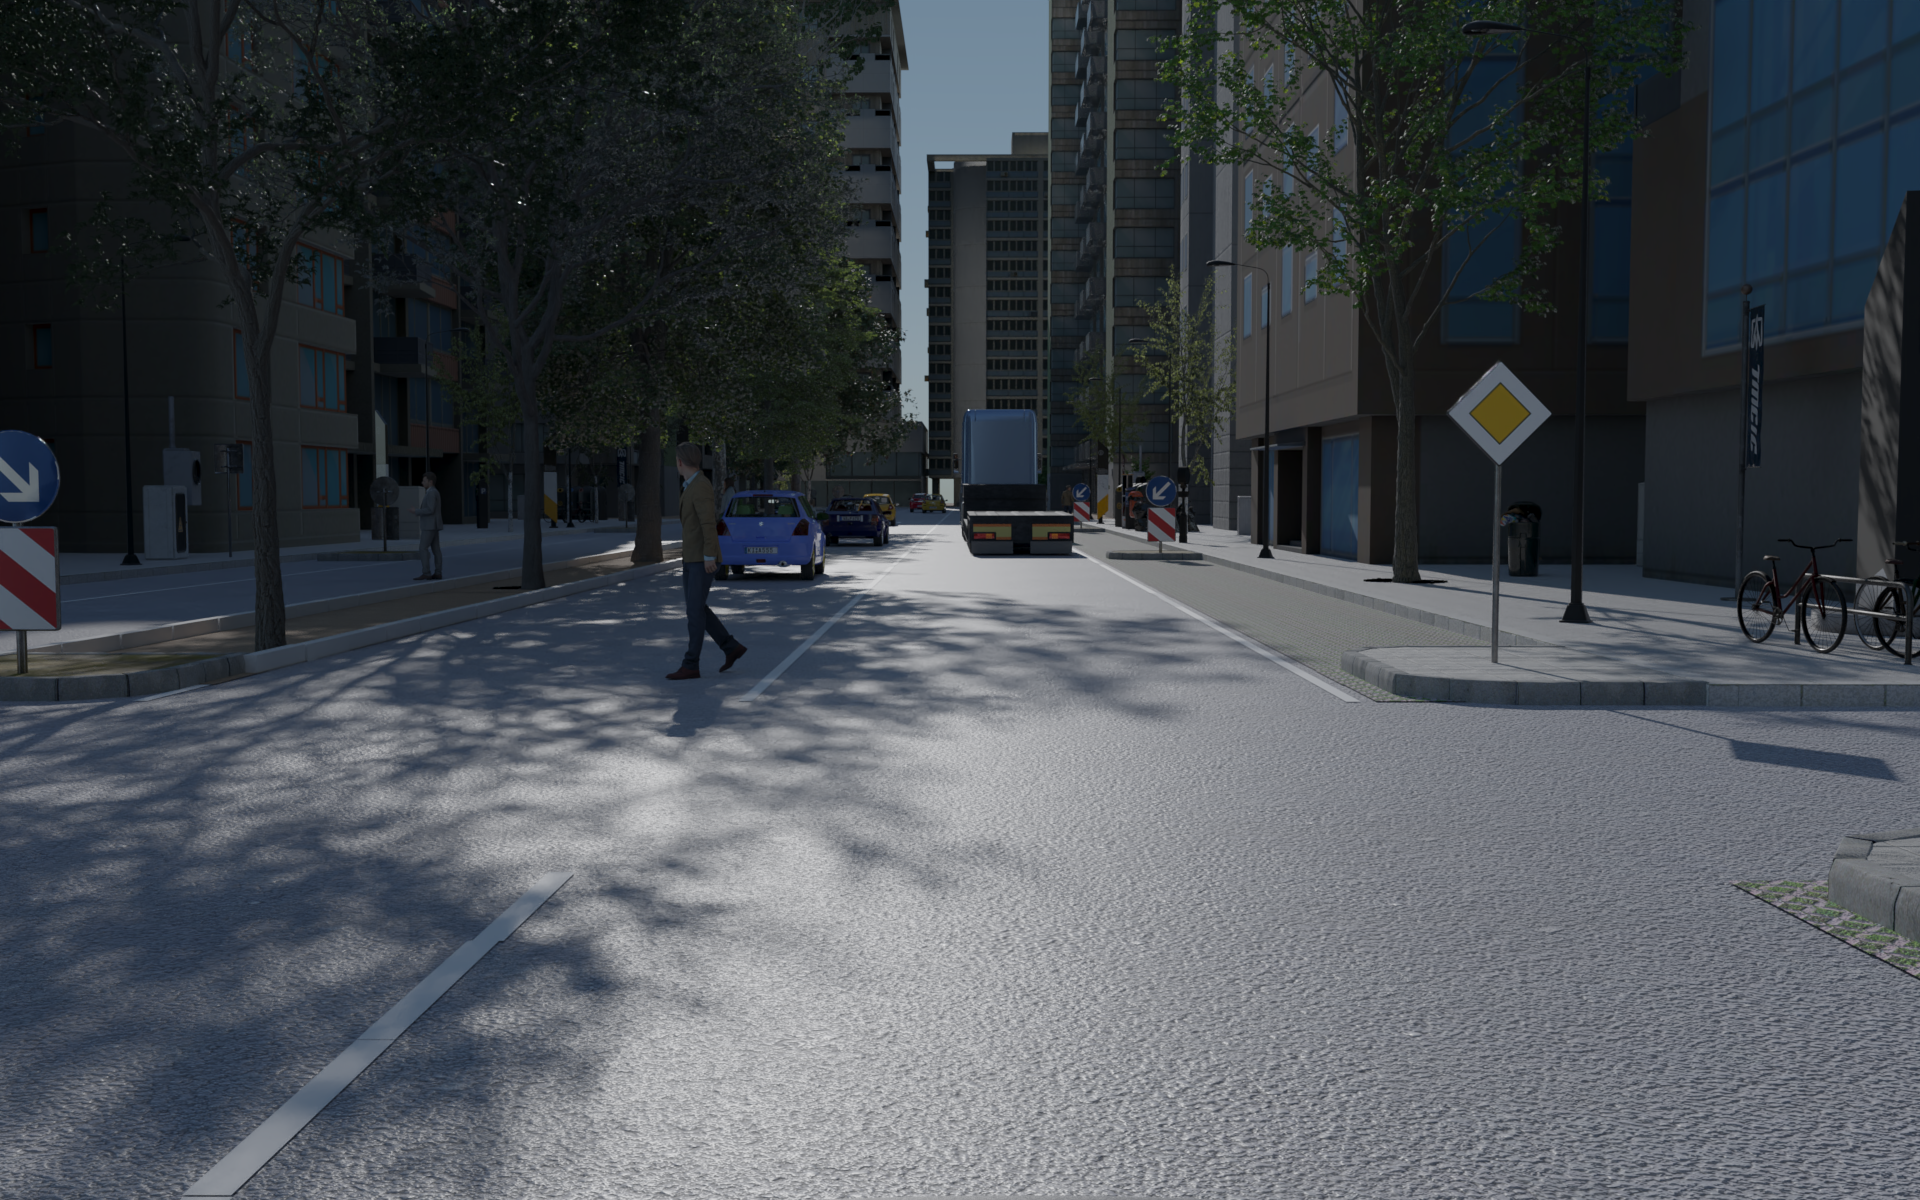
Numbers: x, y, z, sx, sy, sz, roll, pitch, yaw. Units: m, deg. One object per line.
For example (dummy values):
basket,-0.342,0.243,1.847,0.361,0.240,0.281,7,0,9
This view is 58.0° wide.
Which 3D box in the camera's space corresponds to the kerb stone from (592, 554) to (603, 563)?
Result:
kerb stone,-7.621,-0.839,35.914,0.120,0.150,1.000,0,4,0

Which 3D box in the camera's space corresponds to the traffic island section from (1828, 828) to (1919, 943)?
traffic island section,4.037,1.044,5.204,2.009,0.180,2.903,0,4,0

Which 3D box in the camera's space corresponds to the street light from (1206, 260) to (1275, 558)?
street light,5.591,-3.794,34.566,1.470,5.913,1.316,0,4,0

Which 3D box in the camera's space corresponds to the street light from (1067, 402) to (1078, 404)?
street light,6.032,-7.005,87.078,1.470,5.913,1.316,0,4,0

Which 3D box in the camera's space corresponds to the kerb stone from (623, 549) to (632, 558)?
kerb stone,-7.596,-1.027,38.990,0.120,0.150,1.000,0,4,0

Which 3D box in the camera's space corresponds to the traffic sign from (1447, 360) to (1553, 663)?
traffic sign,4.063,-0.579,13.112,0.795,2.450,0.064,0,4,0

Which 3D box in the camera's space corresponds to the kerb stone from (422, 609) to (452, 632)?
kerb stone,-5.626,0.233,18.382,0.120,0.150,1.000,0,4,0

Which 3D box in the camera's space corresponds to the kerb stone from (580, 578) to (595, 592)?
kerb stone,-5.591,-0.201,25.569,0.120,0.150,1.000,0,4,0

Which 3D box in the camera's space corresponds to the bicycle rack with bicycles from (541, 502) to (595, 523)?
bicycle rack with bicycles,-17.562,-3.949,77.953,2.852,0.926,2.925,2,4,35

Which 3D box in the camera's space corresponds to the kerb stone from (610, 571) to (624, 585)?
kerb stone,-5.566,-0.324,27.621,0.120,0.150,1.000,0,4,0

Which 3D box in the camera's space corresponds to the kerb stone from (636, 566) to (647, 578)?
kerb stone,-5.552,-0.457,29.670,0.120,0.150,1.000,0,4,0

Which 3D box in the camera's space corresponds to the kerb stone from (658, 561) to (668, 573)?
kerb stone,-5.544,-0.582,31.717,0.120,0.150,1.000,0,4,0

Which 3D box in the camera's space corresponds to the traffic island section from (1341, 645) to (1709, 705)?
traffic island section,4.087,0.556,13.189,2.009,0.180,2.903,0,4,0

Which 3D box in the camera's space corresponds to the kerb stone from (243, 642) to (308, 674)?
kerb stone,-5.656,0.483,14.293,0.120,0.150,1.000,0,4,0

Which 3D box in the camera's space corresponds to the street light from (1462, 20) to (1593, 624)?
street light,5.625,-2.730,17.170,1.470,5.913,1.316,0,4,0

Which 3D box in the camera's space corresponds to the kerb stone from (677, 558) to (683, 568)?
kerb stone,-5.532,-0.708,33.765,0.120,0.150,1.000,0,4,0

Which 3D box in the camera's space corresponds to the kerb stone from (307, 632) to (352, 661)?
kerb stone,-5.638,0.425,15.315,0.120,0.150,1.000,0,4,0

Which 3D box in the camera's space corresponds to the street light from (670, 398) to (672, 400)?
street light,-14.159,-6.787,83.503,1.470,5.913,1.316,0,4,0

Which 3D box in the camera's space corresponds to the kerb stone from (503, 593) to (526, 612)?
kerb stone,-5.605,0.045,21.465,0.120,0.150,1.000,0,4,0

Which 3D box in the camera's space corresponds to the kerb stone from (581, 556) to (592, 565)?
kerb stone,-7.630,-0.775,34.873,0.120,0.150,1.000,0,4,0

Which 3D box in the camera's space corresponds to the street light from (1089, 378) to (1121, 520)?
street light,5.855,-5.921,69.355,1.470,5.913,1.316,0,4,0

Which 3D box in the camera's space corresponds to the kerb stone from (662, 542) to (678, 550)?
kerb stone,-7.561,-1.402,45.142,0.120,0.150,1.000,0,4,0

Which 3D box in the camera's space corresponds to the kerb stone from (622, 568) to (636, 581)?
kerb stone,-5.566,-0.392,28.646,0.120,0.150,1.000,0,4,0

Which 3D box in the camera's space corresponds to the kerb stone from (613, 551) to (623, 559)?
kerb stone,-7.609,-0.962,37.964,0.120,0.150,1.000,0,4,0

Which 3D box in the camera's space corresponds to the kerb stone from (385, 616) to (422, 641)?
kerb stone,-5.633,0.296,17.359,0.120,0.150,1.000,0,4,0

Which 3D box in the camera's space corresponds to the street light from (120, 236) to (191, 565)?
street light,-14.450,-3.584,31.133,1.470,5.913,1.316,0,4,0

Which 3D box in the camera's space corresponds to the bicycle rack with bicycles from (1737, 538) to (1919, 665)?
bicycle rack with bicycles,7.881,-0.020,13.704,2.852,0.926,2.925,0,4,2

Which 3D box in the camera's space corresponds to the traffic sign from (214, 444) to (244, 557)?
traffic sign,-14.809,-2.017,35.100,0.606,2.300,0.079,0,4,2

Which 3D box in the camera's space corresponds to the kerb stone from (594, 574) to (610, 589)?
kerb stone,-5.582,-0.265,26.595,0.120,0.150,1.000,0,4,0

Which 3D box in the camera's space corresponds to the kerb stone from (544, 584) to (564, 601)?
kerb stone,-5.593,-0.081,23.523,0.120,0.150,1.000,0,4,0

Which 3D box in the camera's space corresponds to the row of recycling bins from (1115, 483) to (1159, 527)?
row of recycling bins,6.798,-3.619,66.288,1.069,1.692,3.534,-1,4,-11

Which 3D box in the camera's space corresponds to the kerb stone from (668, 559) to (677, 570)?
kerb stone,-5.540,-0.642,32.743,0.120,0.150,1.000,0,4,0

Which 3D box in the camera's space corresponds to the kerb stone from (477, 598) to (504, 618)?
kerb stone,-5.608,0.108,20.431,0.120,0.150,1.000,0,4,0

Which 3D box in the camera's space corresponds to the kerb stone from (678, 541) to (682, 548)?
kerb stone,-7.554,-1.466,46.168,0.120,0.150,1.000,0,4,0

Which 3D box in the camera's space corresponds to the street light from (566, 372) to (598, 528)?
street light,-14.363,-5.723,66.109,1.470,5.913,1.316,0,4,0

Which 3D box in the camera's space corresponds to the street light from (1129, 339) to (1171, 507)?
street light,5.749,-4.857,51.960,1.470,5.913,1.316,0,4,0

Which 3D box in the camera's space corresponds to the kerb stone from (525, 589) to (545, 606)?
kerb stone,-5.604,-0.019,22.498,0.120,0.150,1.000,0,4,0

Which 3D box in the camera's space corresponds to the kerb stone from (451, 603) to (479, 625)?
kerb stone,-5.624,0.171,19.407,0.120,0.150,1.000,0,4,0

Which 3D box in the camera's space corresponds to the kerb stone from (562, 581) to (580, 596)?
kerb stone,-5.594,-0.144,24.546,0.120,0.150,1.000,0,4,0

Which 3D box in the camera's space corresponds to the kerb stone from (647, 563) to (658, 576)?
kerb stone,-5.550,-0.520,30.695,0.120,0.150,1.000,0,4,0

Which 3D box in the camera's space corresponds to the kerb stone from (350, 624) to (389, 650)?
kerb stone,-5.638,0.362,16.337,0.120,0.150,1.000,0,4,0

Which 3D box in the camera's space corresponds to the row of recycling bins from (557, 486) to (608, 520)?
row of recycling bins,-18.820,-4.829,86.060,3.534,1.692,1.069,3,4,37

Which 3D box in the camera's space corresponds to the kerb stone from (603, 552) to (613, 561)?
kerb stone,-7.613,-0.902,36.942,0.120,0.150,1.000,0,4,0

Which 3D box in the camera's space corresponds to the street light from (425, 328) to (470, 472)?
street light,-14.383,-4.648,48.528,1.470,5.913,1.316,0,4,0
